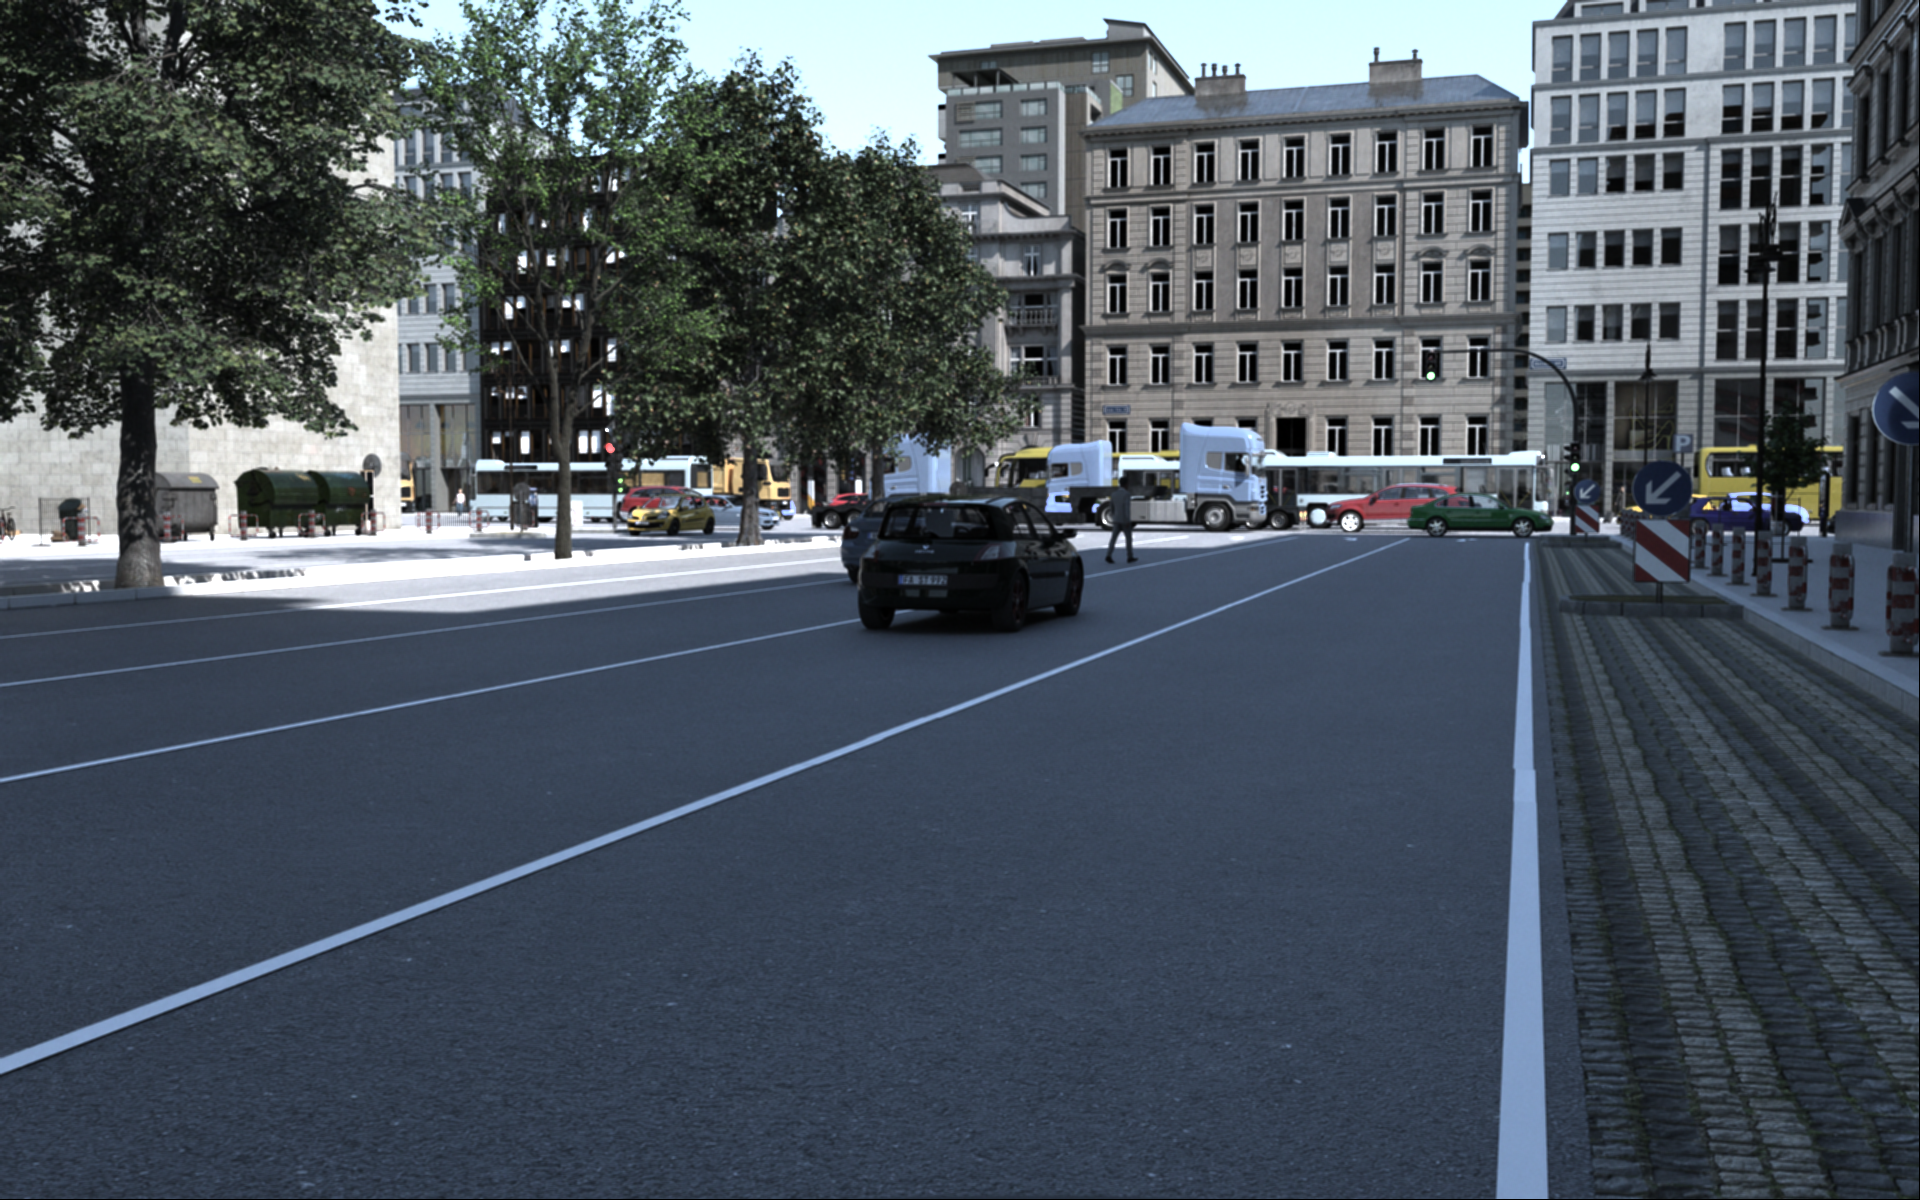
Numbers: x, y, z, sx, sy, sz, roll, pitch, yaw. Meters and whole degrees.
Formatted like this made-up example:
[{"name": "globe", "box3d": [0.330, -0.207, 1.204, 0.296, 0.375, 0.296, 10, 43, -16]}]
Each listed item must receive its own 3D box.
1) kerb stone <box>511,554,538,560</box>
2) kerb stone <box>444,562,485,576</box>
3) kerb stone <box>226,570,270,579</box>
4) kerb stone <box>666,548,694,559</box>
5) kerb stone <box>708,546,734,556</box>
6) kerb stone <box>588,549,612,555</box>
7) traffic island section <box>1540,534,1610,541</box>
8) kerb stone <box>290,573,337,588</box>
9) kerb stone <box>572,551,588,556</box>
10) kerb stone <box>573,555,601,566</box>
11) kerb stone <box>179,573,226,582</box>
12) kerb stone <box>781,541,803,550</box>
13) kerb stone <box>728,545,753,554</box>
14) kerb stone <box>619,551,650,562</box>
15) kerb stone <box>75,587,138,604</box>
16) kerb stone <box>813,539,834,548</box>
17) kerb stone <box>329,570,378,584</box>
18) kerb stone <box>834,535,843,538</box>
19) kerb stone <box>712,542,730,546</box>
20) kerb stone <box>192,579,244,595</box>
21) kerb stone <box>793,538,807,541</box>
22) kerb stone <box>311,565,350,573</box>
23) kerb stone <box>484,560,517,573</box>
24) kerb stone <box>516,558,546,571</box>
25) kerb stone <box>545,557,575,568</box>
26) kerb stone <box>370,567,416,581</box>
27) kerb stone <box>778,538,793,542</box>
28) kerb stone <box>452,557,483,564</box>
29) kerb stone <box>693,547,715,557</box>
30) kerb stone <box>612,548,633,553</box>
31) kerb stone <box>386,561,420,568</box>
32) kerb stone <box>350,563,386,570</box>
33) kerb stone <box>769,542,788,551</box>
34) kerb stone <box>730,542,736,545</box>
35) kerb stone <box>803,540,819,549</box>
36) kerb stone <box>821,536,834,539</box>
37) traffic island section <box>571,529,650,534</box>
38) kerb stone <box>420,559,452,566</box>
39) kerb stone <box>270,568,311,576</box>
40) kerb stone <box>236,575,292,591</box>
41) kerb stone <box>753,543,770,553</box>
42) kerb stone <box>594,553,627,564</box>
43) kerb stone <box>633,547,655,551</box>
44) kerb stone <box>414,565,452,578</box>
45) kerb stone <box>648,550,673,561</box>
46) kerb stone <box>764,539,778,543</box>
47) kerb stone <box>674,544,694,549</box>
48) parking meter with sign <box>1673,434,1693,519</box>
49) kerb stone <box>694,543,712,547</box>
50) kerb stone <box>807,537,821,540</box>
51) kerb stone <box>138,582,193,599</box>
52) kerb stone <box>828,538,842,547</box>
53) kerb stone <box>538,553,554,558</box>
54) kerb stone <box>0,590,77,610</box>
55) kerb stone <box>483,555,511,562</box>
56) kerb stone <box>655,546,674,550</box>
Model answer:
[{"name": "kerb stone", "box3d": [-9.246, -0.868, 36.391, 0.120, 0.150, 1.000, 1, 4, 18]}, {"name": "kerb stone", "box3d": [-8.842, -0.529, 30.871, 0.120, 0.150, 1.000, 1, 4, 18]}, {"name": "kerb stone", "box3d": [-11.809, -0.389, 28.561, 0.120, 0.150, 1.000, 1, 4, 18]}, {"name": "kerb stone", "box3d": [-6.278, -1.010, 38.702, 0.120, 0.150, 1.000, 1, 4, 18]}, {"name": "kerb stone", "box3d": [-5.634, -1.130, 40.665, 0.120, 0.150, 1.000, 1, 4, 18]}, {"name": "kerb stone", "box3d": [-8.277, -1.048, 39.337, 0.120, 0.150, 1.000, 1, 4, 18]}, {"name": "traffic island section", "box3d": [19.065, -1.928, 53.804, 2.009, 0.180, 2.903, 1, 4, 18]}, {"name": "kerb stone", "box3d": [-10.124, -0.290, 26.963, 0.120, 0.150, 1.000, 1, 4, 18]}, {"name": "kerb stone", "box3d": [-8.600, -0.989, 38.361, 0.120, 0.150, 1.000, 1, 4, 18]}, {"name": "kerb stone", "box3d": [-7.559, -0.770, 34.782, 0.120, 0.150, 1.000, 1, 4, 18]}, {"name": "kerb stone", "box3d": [-12.137, -0.330, 27.587, 0.120, 0.150, 1.000, 1, 4, 18]}, {"name": "kerb stone", "box3d": [-4.351, -1.369, 44.584, 0.120, 0.150, 1.000, 1, 4, 18]}, {"name": "kerb stone", "box3d": [-5.309, -1.189, 41.640, 0.120, 0.150, 1.000, 1, 4, 18]}, {"name": "kerb stone", "box3d": [-6.926, -0.887, 36.739, 0.120, 0.150, 1.000, 1, 4, 18]}, {"name": "kerb stone", "box3d": [-11.403, -0.050, 23.050, 0.120, 0.150, 1.000, 1, 4, 18]}, {"name": "kerb stone", "box3d": [-3.708, -1.488, 46.544, 0.120, 0.150, 1.000, 1, 4, 18]}, {"name": "kerb stone", "box3d": [-9.805, -0.351, 27.940, 0.120, 0.150, 1.000, 1, 4, 18]}, {"name": "kerb stone", "box3d": [-3.787, -1.887, 53.050, 0.120, 0.150, 1.000, 1, 4, 18]}, {"name": "kerb stone", "box3d": [-6.350, -1.406, 45.200, 0.120, 0.150, 1.000, 1, 4, 18]}, {"name": "kerb stone", "box3d": [-10.771, -0.172, 25.007, 0.120, 0.150, 1.000, 1, 4, 18]}, {"name": "kerb stone", "box3d": [-4.752, -1.707, 50.102, 0.120, 0.150, 1.000, 1, 4, 18]}, {"name": "kerb stone", "box3d": [-11.172, -0.509, 30.519, 0.120, 0.150, 1.000, 1, 4, 18]}, {"name": "kerb stone", "box3d": [-8.521, -0.589, 31.852, 0.120, 0.150, 1.000, 1, 4, 18]}, {"name": "kerb stone", "box3d": [-8.211, -0.651, 32.832, 0.120, 0.150, 1.000, 1, 4, 18]}, {"name": "kerb stone", "box3d": [-7.880, -0.704, 33.806, 0.120, 0.150, 1.000, 1, 4, 18]}, {"name": "kerb stone", "box3d": [-9.488, -0.405, 28.919, 0.120, 0.150, 1.000, 1, 4, 18]}, {"name": "kerb stone", "box3d": [-5.073, -1.647, 49.125, 0.120, 0.150, 1.000, 1, 4, 18]}, {"name": "kerb stone", "box3d": [-9.882, -0.749, 34.436, 0.120, 0.150, 1.000, 1, 4, 18]}, {"name": "kerb stone", "box3d": [-5.959, -1.070, 39.686, 0.120, 0.150, 1.000, 1, 4, 18]}, {"name": "kerb stone", "box3d": [-7.964, -1.108, 40.316, 0.120, 0.150, 1.000, 1, 4, 18]}, {"name": "kerb stone", "box3d": [-10.521, -0.629, 32.475, 0.120, 0.150, 1.000, 1, 4, 18]}, {"name": "kerb stone", "box3d": [-10.852, -0.569, 31.496, 0.120, 0.150, 1.000, 1, 4, 18]}, {"name": "kerb stone", "box3d": [-4.665, -1.309, 43.603, 0.120, 0.150, 1.000, 1, 4, 18]}, {"name": "kerb stone", "box3d": [-6.032, -1.467, 46.182, 0.120, 0.150, 1.000, 1, 4, 18]}, {"name": "kerb stone", "box3d": [-4.030, -1.422, 45.567, 0.120, 0.150, 1.000, 1, 4, 18]}, {"name": "kerb stone", "box3d": [-4.104, -1.827, 52.072, 0.120, 0.150, 1.000, 1, 4, 18]}, {"name": "traffic island section", "box3d": [-12.811, -2.565, 64.221, 2.009, 0.180, 2.903, 1, 4, 18]}, {"name": "kerb stone", "box3d": [-10.212, -0.688, 33.462, 0.120, 0.150, 1.000, 1, 4, 18]}, {"name": "kerb stone", "box3d": [-11.492, -0.443, 29.541, 0.120, 0.150, 1.000, 1, 4, 18]}, {"name": "kerb stone", "box3d": [-10.450, -0.232, 25.983, 0.120, 0.150, 1.000, 1, 4, 18]}, {"name": "kerb stone", "box3d": [-4.989, -1.249, 42.617, 0.120, 0.150, 1.000, 1, 4, 18]}, {"name": "kerb stone", "box3d": [-7.238, -0.825, 35.760, 0.120, 0.150, 1.000, 1, 4, 18]}, {"name": "kerb stone", "box3d": [-7.630, -1.167, 41.289, 0.120, 0.150, 1.000, 1, 4, 18]}, {"name": "kerb stone", "box3d": [-9.168, -0.471, 29.896, 0.120, 0.150, 1.000, 1, 4, 18]}, {"name": "kerb stone", "box3d": [-6.594, -0.950, 37.723, 0.120, 0.150, 1.000, 1, 4, 18]}, {"name": "kerb stone", "box3d": [-5.393, -1.587, 48.148, 0.120, 0.150, 1.000, 1, 4, 18]}, {"name": "kerb stone", "box3d": [-6.996, -1.288, 43.248, 0.120, 0.150, 1.000, 1, 4, 18]}, {"name": "parking meter with sign", "box3d": [20.657, -3.261, 49.585, 0.543, 3.016, 1.738, 1, 4, 23]}, {"name": "kerb stone", "box3d": [-6.681, -1.347, 44.227, 0.120, 0.150, 1.000, 1, 4, 18]}, {"name": "kerb stone", "box3d": [-4.424, -1.767, 51.088, 0.120, 0.150, 1.000, 1, 4, 18]}, {"name": "kerb stone", "box3d": [-11.088, -0.112, 24.028, 0.120, 0.150, 1.000, 1, 4, 18]}, {"name": "kerb stone", "box3d": [-3.385, -1.548, 47.520, 0.120, 0.150, 1.000, 1, 4, 18]}, {"name": "kerb stone", "box3d": [-8.920, -0.929, 37.384, 0.120, 0.150, 1.000, 1, 4, 18]}, {"name": "kerb stone", "box3d": [-11.736, 0.010, 22.069, 0.120, 0.150, 1.000, 1, 4, 18]}, {"name": "kerb stone", "box3d": [-9.563, -0.808, 35.413, 0.120, 0.150, 1.000, 1, 4, 18]}, {"name": "kerb stone", "box3d": [-7.321, -1.225, 42.273, 0.120, 0.150, 1.000, 1, 4, 18]}]
